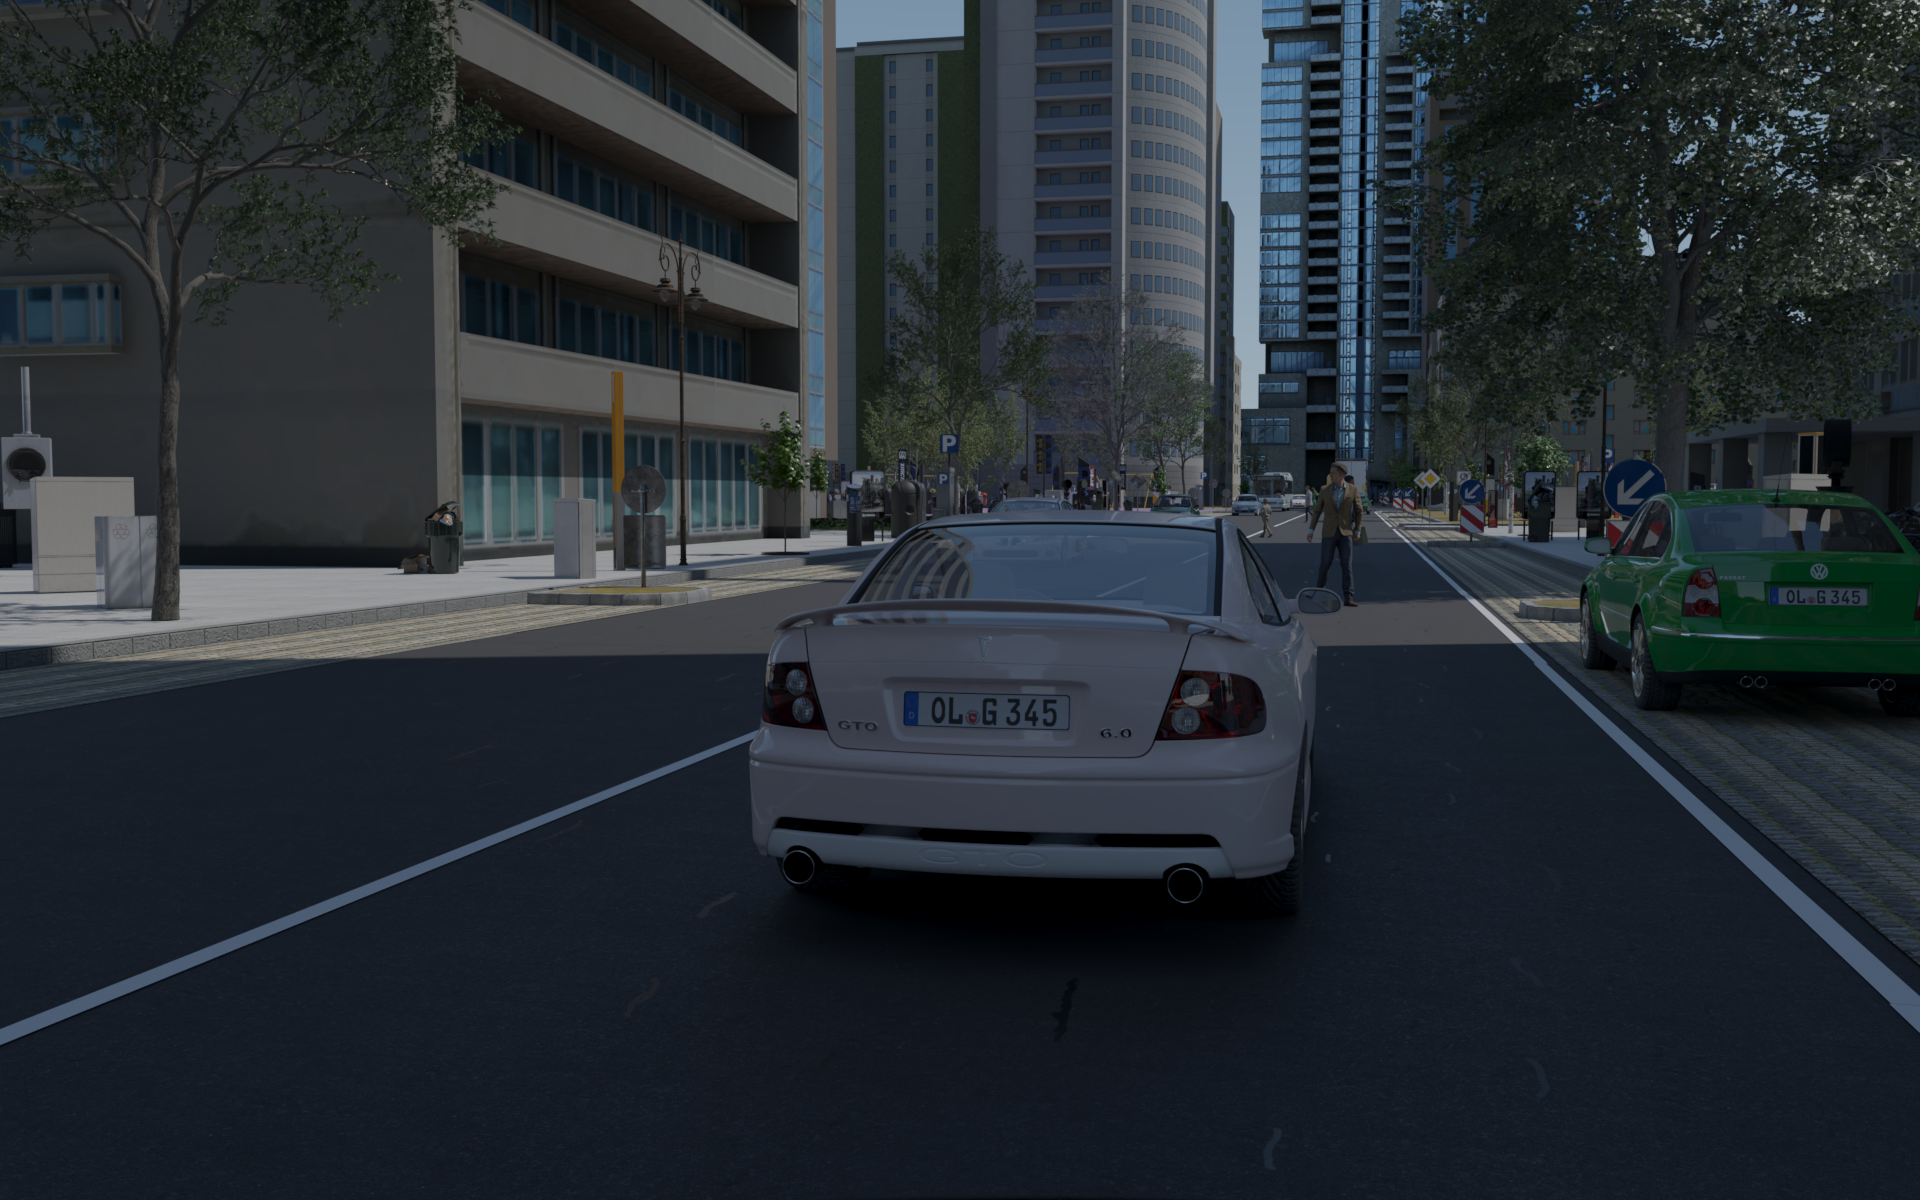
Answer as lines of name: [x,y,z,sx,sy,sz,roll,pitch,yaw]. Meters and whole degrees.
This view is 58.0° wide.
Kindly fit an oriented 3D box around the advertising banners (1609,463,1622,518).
advertising banners: [35.349,-5.929,93.128,2.074,3.025,0.090,-3,5,-40]

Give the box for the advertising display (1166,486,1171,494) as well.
advertising display: [15.994,-7.868,133.851,0.123,1.923,0.974,3,5,40]

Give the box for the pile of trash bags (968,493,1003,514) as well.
pile of trash bags: [0.818,-5.369,97.538,3.447,1.369,1.912,1,4,20]

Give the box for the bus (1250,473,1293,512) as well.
bus: [26.154,-9.162,144.656,2.948,3.499,13.247,1,4,14]

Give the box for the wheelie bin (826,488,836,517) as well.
wheelie bin: [-7.074,-5.210,93.097,0.693,1.594,0.980,-3,4,-36]

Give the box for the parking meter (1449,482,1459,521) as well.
parking meter: [23.177,-4.621,81.270,0.399,1.863,0.255,-2,4,-29]

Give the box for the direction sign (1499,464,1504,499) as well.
direction sign: [41.344,-8.544,131.696,0.876,3.537,0.379,-1,4,-20]

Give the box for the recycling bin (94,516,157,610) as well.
recycling bin: [-9.366,-0.434,19.658,0.722,1.027,0.722,-2,4,-34]

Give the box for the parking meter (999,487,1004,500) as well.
parking meter: [3.371,-8.157,139.085,0.255,1.863,0.399,-3,5,-39]

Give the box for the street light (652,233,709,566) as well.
street light: [-4.972,-3.557,30.952,0.468,5.910,1.993,1,4,13]

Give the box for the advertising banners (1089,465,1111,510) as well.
advertising banners: [8.564,-6.717,106.011,2.074,3.025,0.090,-3,5,-45]

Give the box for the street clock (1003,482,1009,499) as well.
street clock: [2.758,-6.052,103.512,0.358,2.002,0.471,1,4,16]

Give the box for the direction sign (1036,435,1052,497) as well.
direction sign: [3.259,-4.593,67.097,0.379,3.537,0.876,-3,4,-38]

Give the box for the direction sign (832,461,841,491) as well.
direction sign: [-7.433,-6.716,101.805,0.379,3.537,0.876,0,4,5]

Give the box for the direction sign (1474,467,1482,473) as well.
direction sign: [42.389,-9.191,142.274,0.876,3.537,0.379,0,4,4]

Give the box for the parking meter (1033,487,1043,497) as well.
parking meter: [2.987,-3.545,66.376,0.372,1.533,0.369,0,3,0]

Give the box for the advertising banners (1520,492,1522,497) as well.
advertising banners: [37.260,-7.345,116.276,2.074,3.025,0.090,-2,4,-27]

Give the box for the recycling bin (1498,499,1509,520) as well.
recycling bin: [27.159,-4.534,86.692,0.722,1.027,0.722,3,5,40]

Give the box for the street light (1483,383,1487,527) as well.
street light: [20.577,-5.811,67.804,0.468,5.910,1.993,1,4,13]

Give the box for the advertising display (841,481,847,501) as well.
advertising display: [-5.337,-4.783,83.409,0.974,1.923,0.123,2,4,35]

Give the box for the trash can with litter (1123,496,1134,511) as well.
trash can with litter: [9.655,-5.239,97.046,1.055,1.170,0.624,3,5,41]

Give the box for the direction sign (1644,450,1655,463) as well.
direction sign: [35.627,-5.946,89.215,0.876,3.537,0.379,3,5,41]

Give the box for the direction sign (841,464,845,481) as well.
direction sign: [-9.031,-8.429,129.804,0.876,3.537,0.379,-1,4,-14]

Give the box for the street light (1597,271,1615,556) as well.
street light: [13.268,-3.844,35.644,0.468,5.910,1.993,1,4,13]

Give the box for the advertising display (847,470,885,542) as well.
advertising display: [-2.492,-2.534,46.642,0.974,1.923,0.123,-1,4,-22]

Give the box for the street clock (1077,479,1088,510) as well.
street clock: [6.056,-4.940,85.333,0.358,2.002,0.471,3,5,44]

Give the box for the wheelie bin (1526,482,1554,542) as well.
wheelie bin: [15.426,-2.334,46.075,0.693,1.594,0.980,1,4,17]

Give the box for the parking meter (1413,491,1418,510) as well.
parking meter: [36.783,-8.036,139.795,0.372,1.533,0.369,0,3,0]

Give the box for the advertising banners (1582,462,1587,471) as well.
advertising banners: [33.531,-6.015,94.537,0.090,3.025,2.074,-2,4,-26]

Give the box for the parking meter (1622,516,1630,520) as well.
parking meter: [30.309,-4.302,78.746,0.372,1.533,0.369,0,3,0]

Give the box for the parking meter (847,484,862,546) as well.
parking meter: [-2.611,-2.101,42.757,0.372,1.533,0.369,0,3,0]

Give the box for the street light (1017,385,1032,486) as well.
street light: [2.465,-5.547,63.477,0.468,5.910,1.993,1,4,13]

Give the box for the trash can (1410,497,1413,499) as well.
trash can: [38.490,-8.275,146.947,0.748,1.137,0.748,0,3,0]

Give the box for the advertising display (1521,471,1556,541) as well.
advertising display: [15.897,-2.592,47.593,0.974,1.923,0.123,-1,4,-13]

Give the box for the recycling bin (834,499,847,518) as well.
recycling bin: [-4.188,-3.145,63.967,0.722,1.027,0.722,2,4,32]

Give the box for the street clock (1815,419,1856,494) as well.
street clock: [8.499,-0.750,16.828,0.358,2.002,0.471,2,4,24]

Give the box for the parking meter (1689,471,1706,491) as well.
parking meter: [18.883,-2.364,44.364,0.399,1.863,0.255,1,4,20]

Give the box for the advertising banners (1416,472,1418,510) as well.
advertising banners: [35.828,-8.545,135.901,0.090,3.025,2.074,1,4,19]

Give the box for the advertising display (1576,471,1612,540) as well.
advertising display: [17.521,-2.610,47.881,0.123,1.923,0.974,-3,5,-44]

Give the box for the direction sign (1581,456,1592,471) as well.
direction sign: [37.203,-6.783,102.898,0.379,3.537,0.876,-2,4,-24]

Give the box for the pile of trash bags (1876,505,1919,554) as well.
pile of trash bags: [17.923,-1.277,30.625,3.447,1.369,1.912,1,4,20]

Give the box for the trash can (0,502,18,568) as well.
trash can: [-16.726,-1.127,30.079,0.748,1.137,0.748,0,3,0]

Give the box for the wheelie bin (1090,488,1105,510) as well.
wheelie bin: [6.792,-4.751,85.587,0.693,1.594,0.980,1,4,8]

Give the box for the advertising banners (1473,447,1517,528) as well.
advertising banners: [20.177,-4.244,65.576,0.090,3.025,2.074,-2,4,-27]

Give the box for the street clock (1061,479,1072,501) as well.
street clock: [5.159,-4.840,83.702,0.471,2.002,0.358,-1,4,-22]
